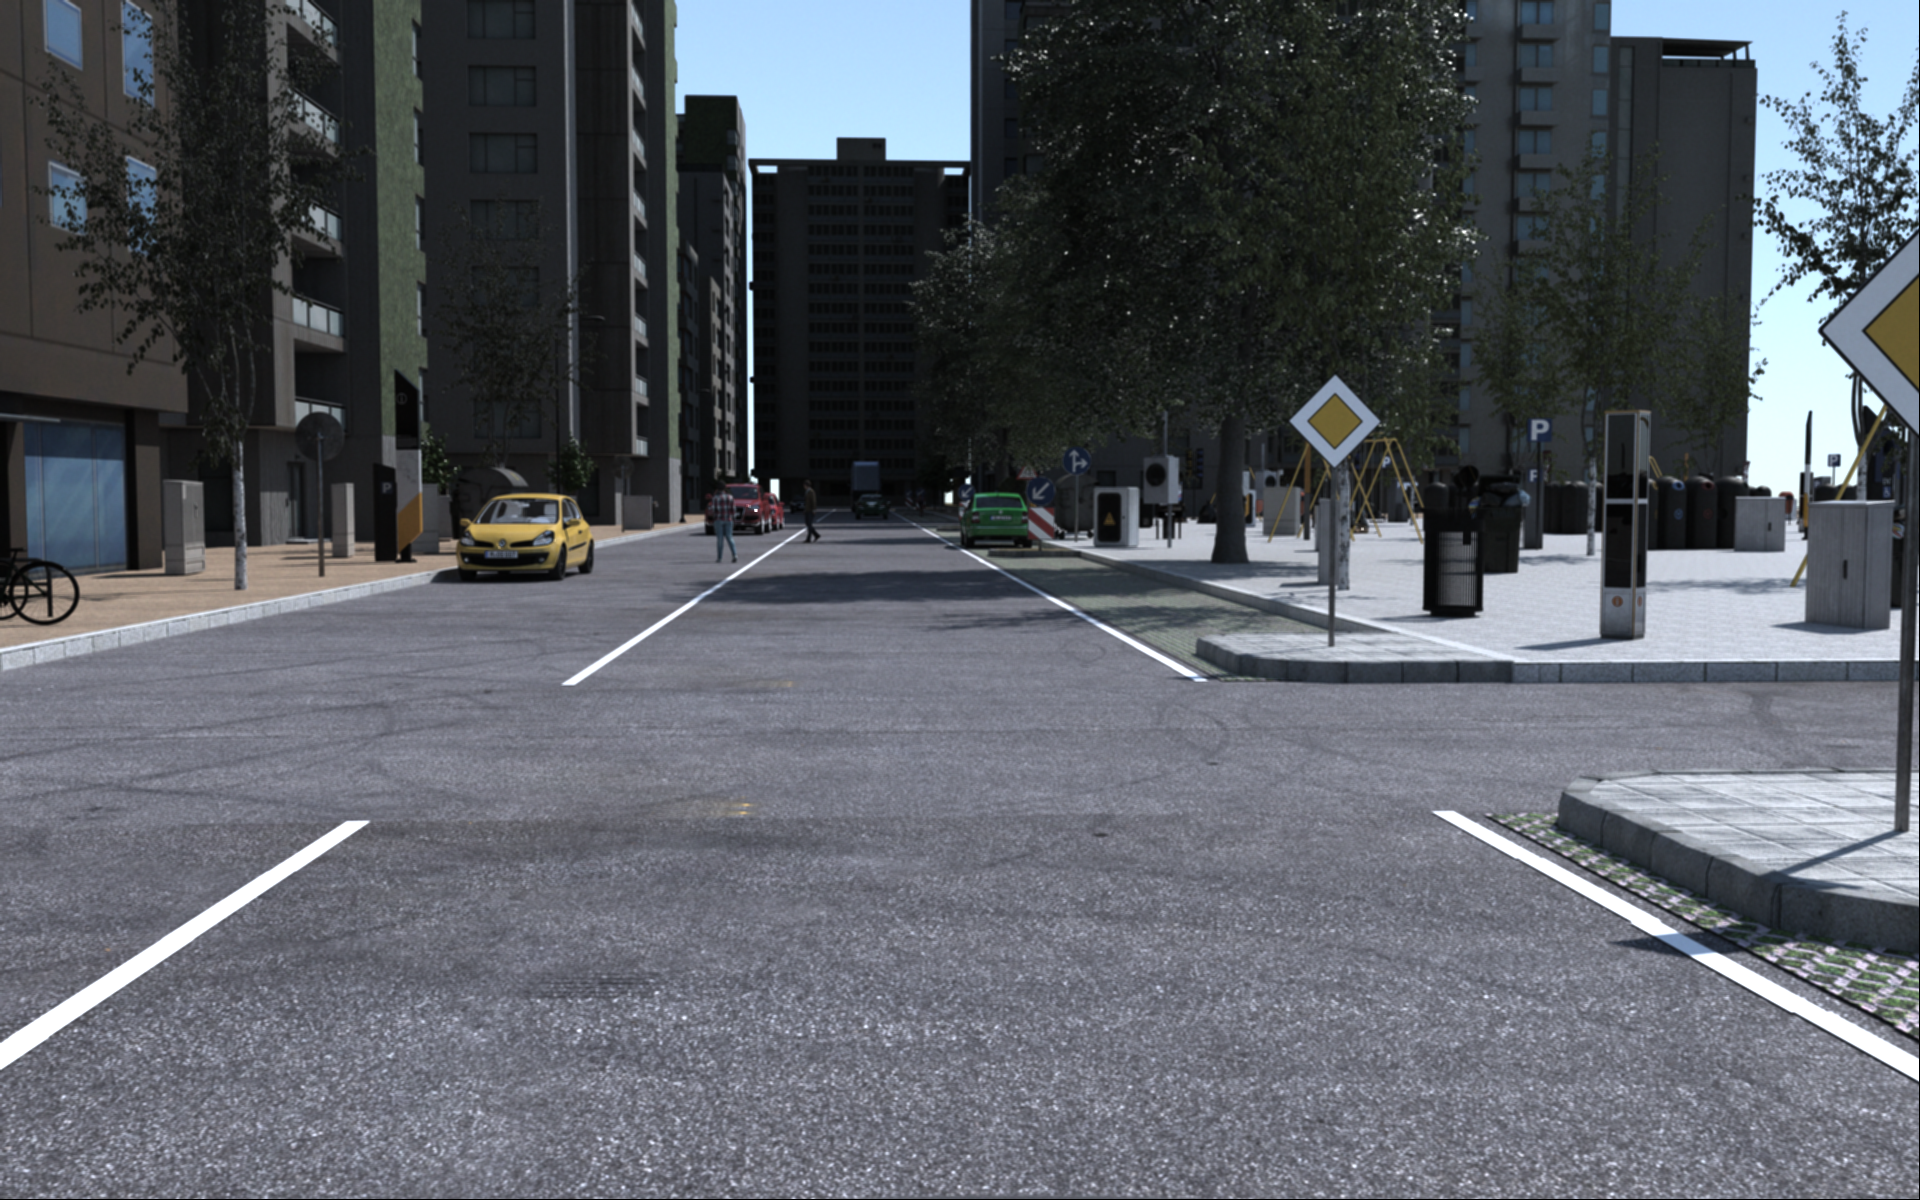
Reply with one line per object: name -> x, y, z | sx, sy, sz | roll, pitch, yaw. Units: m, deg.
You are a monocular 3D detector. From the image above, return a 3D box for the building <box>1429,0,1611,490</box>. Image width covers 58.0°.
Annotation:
building -> 40.391, -32.618, 152.916 | 30.456, 49.044, 23.786 | 0, 4, -3

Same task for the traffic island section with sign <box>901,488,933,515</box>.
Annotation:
traffic island section with sign -> -2.777, -6.578, 116.171 | 1.989, 1.847, 2.006 | 0, 4, -3

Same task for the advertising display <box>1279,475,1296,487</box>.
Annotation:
advertising display -> 10.946, -3.221, 57.870 | 0.123, 1.923, 0.974 | -1, 4, -17

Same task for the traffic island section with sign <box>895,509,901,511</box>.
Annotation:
traffic island section with sign -> -4.361, -8.233, 143.236 | 1.989, 1.847, 2.006 | 0, 4, -3

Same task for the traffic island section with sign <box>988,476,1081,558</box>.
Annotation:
traffic island section with sign -> 1.668, -1.904, 39.765 | 1.989, 1.847, 2.006 | 0, 4, -3

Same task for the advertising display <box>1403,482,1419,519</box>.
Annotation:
advertising display -> 23.255, -5.164, 89.651 | 0.974, 1.923, 0.123 | 0, 4, -7

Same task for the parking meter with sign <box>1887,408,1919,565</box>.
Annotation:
parking meter with sign -> 17.176, -2.139, 31.241 | 0.543, 3.016, 1.738 | 3, 5, 40

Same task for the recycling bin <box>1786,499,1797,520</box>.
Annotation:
recycling bin -> 40.545, -4.426, 84.917 | 0.722, 1.027, 0.722 | 3, 5, 42

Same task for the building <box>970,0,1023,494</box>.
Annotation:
building -> 11.368, -37.082, 148.281 | 21.231, 58.520, 28.212 | 0, 4, -3

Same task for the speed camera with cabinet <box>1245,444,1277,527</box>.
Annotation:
speed camera with cabinet -> 11.391, -4.471, 67.429 | 2.038, 3.252, 0.660 | -2, 4, -32

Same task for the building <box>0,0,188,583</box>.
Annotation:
building -> -20.002, -22.724, 21.656 | 14.600, 45.320, 14.200 | 0, 4, -3

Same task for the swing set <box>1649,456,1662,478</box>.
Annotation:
swing set -> 28.181, -4.488, 71.001 | 2.862, 2.851, 3.119 | 2, 4, 25

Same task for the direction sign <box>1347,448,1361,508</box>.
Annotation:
direction sign -> 13.775, -4.221, 61.016 | 0.379, 3.537, 0.876 | -2, 4, -32

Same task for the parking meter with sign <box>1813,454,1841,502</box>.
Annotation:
parking meter with sign -> 37.433, -4.833, 75.274 | 1.738, 3.016, 0.543 | -2, 4, -28

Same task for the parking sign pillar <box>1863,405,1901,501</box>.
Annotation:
parking sign pillar -> 28.148, -3.940, 52.891 | 1.447, 3.967, 1.447 | -2, 4, -23

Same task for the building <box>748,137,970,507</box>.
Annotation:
building -> -10.900, -30.553, 191.422 | 23.993, 40.220, 32.217 | 0, 4, -3

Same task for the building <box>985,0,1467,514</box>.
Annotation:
building -> 18.243, -26.377, 123.142 | 32.217, 40.220, 23.993 | 0, 4, -3

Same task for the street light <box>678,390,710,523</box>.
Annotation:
street light -> -11.839, -6.399, 77.158 | 1.470, 5.913, 1.316 | 0, 4, -3

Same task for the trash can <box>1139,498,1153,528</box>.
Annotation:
trash can -> 7.049, -3.320, 65.930 | 0.748, 1.137, 0.748 | 0, 3, 0

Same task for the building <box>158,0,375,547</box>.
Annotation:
building -> -22.576, -22.029, 43.770 | 14.154, 41.232, 14.086 | 0, 4, -3

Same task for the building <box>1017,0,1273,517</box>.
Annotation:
building -> 10.226, -20.305, 103.685 | 14.160, 30.474, 14.107 | 0, 4, -3

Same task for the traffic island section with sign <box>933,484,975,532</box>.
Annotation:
traffic island section with sign -> 0.106, -3.550, 66.675 | 1.989, 1.847, 2.006 | 0, 4, -3

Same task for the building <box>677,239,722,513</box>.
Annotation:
building -> -33.150, -17.497, 131.116 | 27.650, 21.520, 28.899 | 0, 4, -3

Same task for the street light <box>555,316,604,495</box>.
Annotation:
street light -> -9.992, -4.455, 45.386 | 1.470, 5.913, 1.316 | 0, 4, -3

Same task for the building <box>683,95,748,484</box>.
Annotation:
building -> -29.553, -30.419, 180.947 | 14.086, 41.232, 14.154 | 0, 4, -3

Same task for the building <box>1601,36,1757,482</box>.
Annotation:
building -> 62.563, -29.084, 159.116 | 14.086, 41.232, 14.154 | 0, 4, -3

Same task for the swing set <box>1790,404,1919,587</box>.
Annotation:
swing set -> 12.770, -1.506, 22.238 | 2.862, 2.851, 3.119 | 0, 4, 5

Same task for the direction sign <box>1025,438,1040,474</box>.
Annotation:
direction sign -> 2.885, -4.707, 68.953 | 0.379, 3.537, 0.876 | -3, 5, -40

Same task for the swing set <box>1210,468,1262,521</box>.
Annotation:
swing set -> 12.827, -5.043, 80.072 | 2.862, 2.851, 3.119 | 0, 4, -2

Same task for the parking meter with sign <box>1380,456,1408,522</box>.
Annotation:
parking meter with sign -> 19.858, -5.061, 79.000 | 0.543, 3.016, 1.738 | -1, 4, -19

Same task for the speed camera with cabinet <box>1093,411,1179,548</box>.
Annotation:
speed camera with cabinet -> 4.225, -2.895, 41.676 | 2.038, 3.252, 0.660 | 2, 4, 34

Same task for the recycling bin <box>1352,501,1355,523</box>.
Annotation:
recycling bin -> 13.798, -3.057, 62.530 | 0.722, 1.027, 0.722 | 0, 4, -7

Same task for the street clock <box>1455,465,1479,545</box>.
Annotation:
street clock -> 12.829, -2.395, 43.728 | 0.471, 2.002, 0.358 | 0, 4, 8

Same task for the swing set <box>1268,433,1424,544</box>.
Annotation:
swing set -> 10.139, -2.912, 45.238 | 2.862, 2.851, 3.119 | -2, 4, -25

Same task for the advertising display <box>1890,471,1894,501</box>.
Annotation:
advertising display -> 26.534, -2.639, 48.369 | 0.974, 1.923, 0.123 | 1, 4, 18

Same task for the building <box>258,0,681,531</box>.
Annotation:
building -> -19.602, -23.780, 72.396 | 14.154, 41.232, 14.086 | 0, 4, -3

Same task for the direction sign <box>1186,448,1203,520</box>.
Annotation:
direction sign -> 11.639, -5.751, 86.027 | 0.876, 3.537, 0.379 | 1, 4, 19

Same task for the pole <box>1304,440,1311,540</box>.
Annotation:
pole -> 9.710, -3.338, 48.412 | 0.158, 3.312, 0.155 | 0, 3, 0

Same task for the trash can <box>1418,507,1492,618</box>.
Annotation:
trash can -> 5.181, -0.399, 18.180 | 0.748, 1.137, 0.748 | 0, 3, 0

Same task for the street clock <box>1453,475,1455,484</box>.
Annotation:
street clock -> 16.851, -3.290, 58.357 | 0.471, 2.002, 0.358 | 0, 4, 4

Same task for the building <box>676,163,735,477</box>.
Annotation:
building -> -27.239, -23.362, 153.675 | 14.107, 30.474, 14.160 | 0, 4, -3

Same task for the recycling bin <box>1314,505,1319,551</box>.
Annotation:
recycling bin -> 8.377, -1.623, 39.088 | 0.722, 1.027, 0.722 | 1, 4, 8

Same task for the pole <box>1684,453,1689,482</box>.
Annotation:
pole -> 35.986, -5.629, 85.883 | 0.158, 3.312, 0.155 | 0, 3, 0

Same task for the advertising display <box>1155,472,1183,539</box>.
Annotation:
advertising display -> 5.965, -2.704, 49.432 | 0.974, 1.923, 0.123 | -2, 4, -35

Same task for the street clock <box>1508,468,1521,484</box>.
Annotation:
street clock -> 15.216, -2.631, 47.592 | 0.358, 2.002, 0.471 | 0, 4, -1
